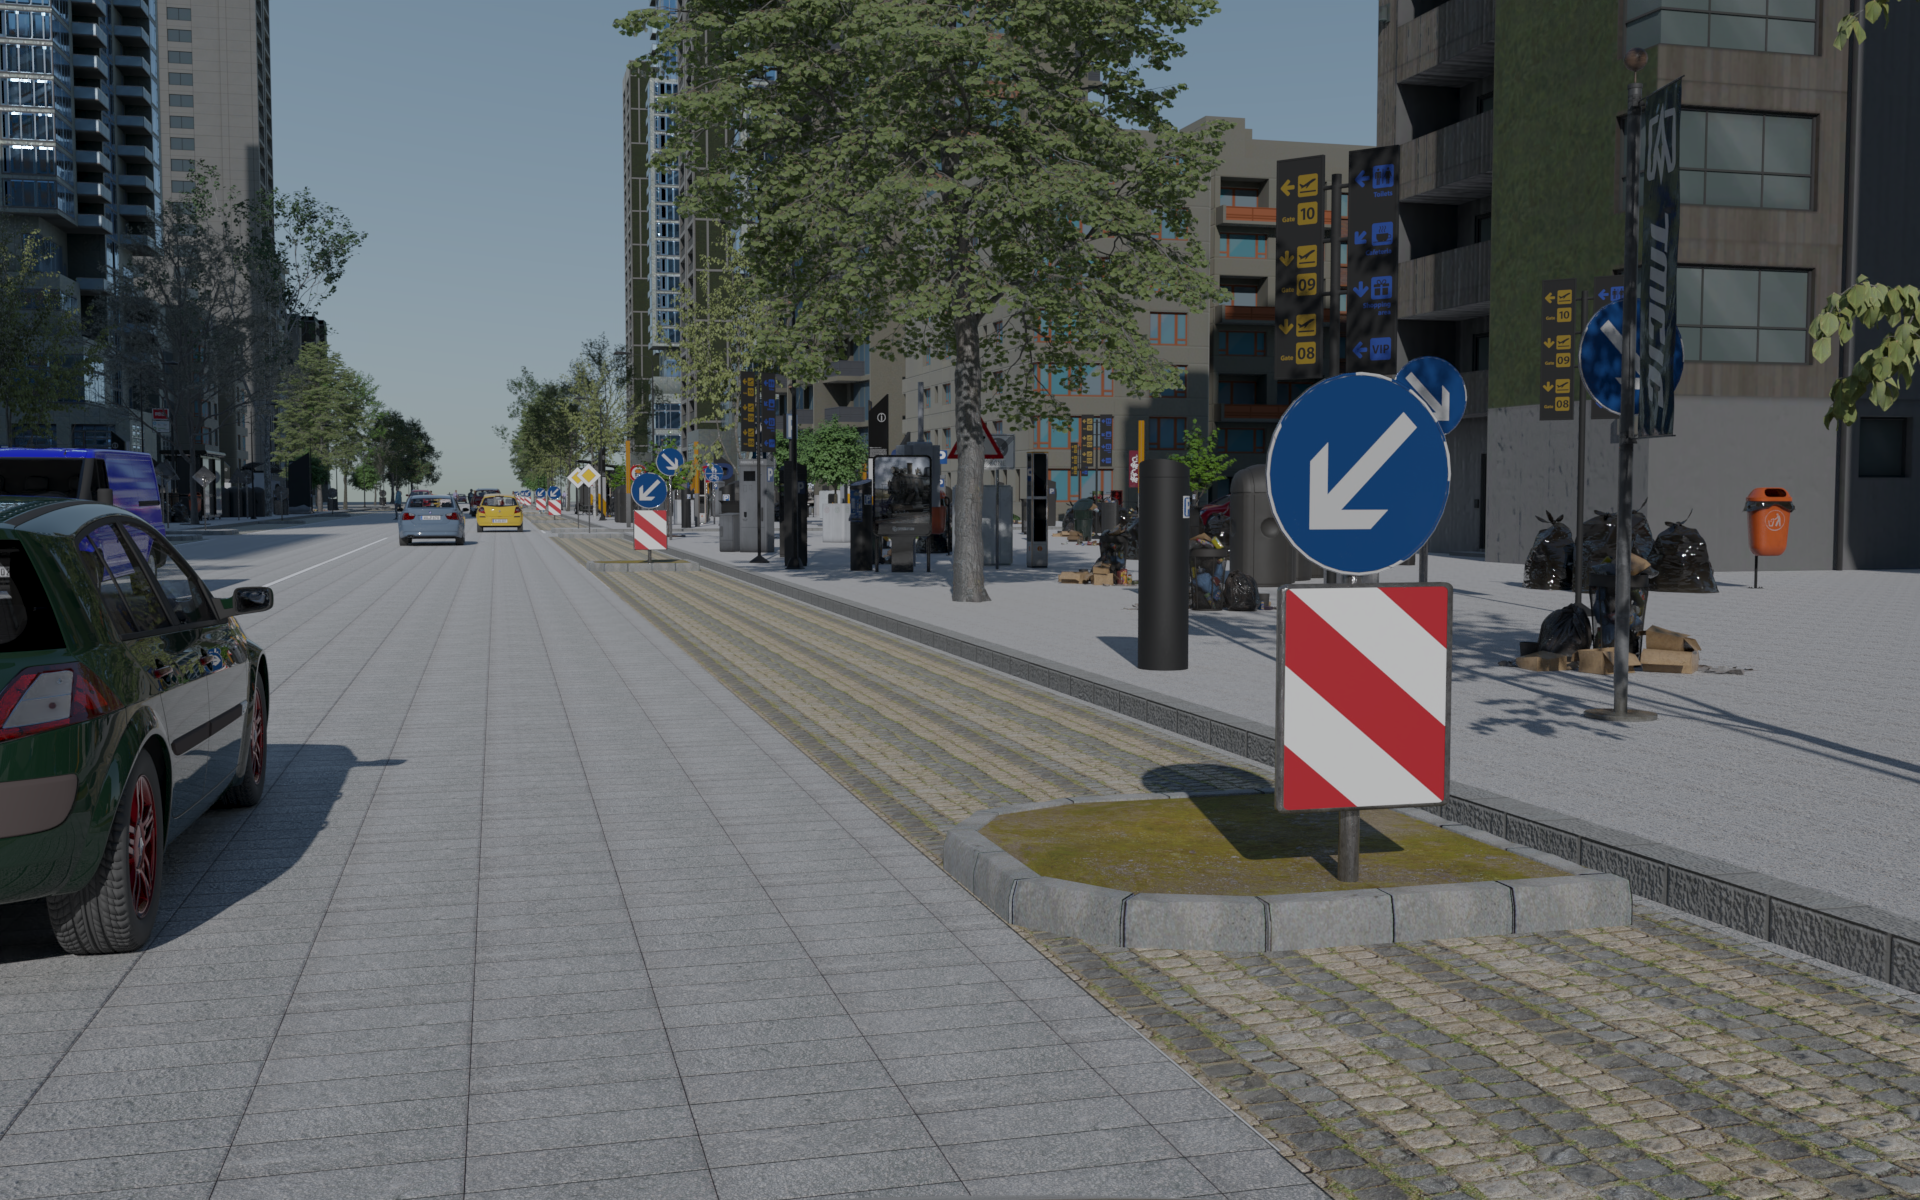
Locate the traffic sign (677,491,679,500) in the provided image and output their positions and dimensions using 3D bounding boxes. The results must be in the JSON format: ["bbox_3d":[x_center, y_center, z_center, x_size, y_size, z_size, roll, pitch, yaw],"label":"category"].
[{"bbox_3d":[-14.857,-5.571,91.195,0.768,2.556,0.104,-1,4,-11],"label":"traffic sign"}]

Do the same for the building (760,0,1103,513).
[{"bbox_3d":[-2.610,-28.792,125.368,22.147,44.769,28.867,-1,4,-15],"label":"building"}]

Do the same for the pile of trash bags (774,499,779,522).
[{"bbox_3d":[-8.389,-4.300,80.064,1.912,1.369,3.447,-1,4,-23],"label":"pile of trash bags"}]

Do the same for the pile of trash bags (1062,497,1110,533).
[{"bbox_3d":[5.178,-2.913,57.372,3.447,1.369,1.912,-1,4,-15],"label":"pile of trash bags"}]

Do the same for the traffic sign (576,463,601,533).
[{"bbox_3d":[-12.166,-3.251,56.795,0.795,2.450,0.064,-1,4,-15],"label":"traffic sign"}]

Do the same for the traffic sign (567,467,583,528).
[{"bbox_3d":[-14.228,-3.723,64.510,0.795,2.450,0.064,-1,4,-15],"label":"traffic sign"}]

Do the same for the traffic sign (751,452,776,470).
[{"bbox_3d":[-5.751,-3.091,50.647,0.768,2.556,0.104,0,4,-8],"label":"traffic sign"}]

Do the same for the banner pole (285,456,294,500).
[{"bbox_3d":[-44.145,-7.592,114.149,0.863,3.779,0.401,-1,4,-16],"label":"banner pole"}]

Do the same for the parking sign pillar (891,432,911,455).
[{"bbox_3d":[-2.554,-5.252,74.341,1.447,3.967,1.447,1,4,21],"label":"parking sign pillar"}]

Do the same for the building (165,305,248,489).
[{"bbox_3d":[-86.982,-19.901,170.422,27.650,21.520,28.899,-1,4,-15],"label":"building"}]

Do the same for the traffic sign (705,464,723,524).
[{"bbox_3d":[-10.400,-4.475,73.276,0.768,2.556,0.104,-1,4,-9],"label":"traffic sign"}]

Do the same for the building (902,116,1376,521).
[{"bbox_3d":[13.922,-15.486,98.238,28.899,21.520,27.650,-1,4,-15],"label":"building"}]

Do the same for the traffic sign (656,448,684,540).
[{"bbox_3d":[-8.039,-2.934,48.082,0.768,2.556,0.104,-1,4,-13],"label":"traffic sign"}]

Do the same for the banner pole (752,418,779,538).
[{"bbox_3d":[-5.645,-3.671,50.038,0.863,3.779,0.401,-2,4,-33],"label":"banner pole"}]

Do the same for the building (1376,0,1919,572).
[{"bbox_3d":[16.179,-16.146,35.685,14.160,30.474,14.107,-1,4,-15],"label":"building"}]

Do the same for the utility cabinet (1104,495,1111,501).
[{"bbox_3d":[6.489,-4.016,76.826,0.306,1.237,1.020,-2,4,-25],"label":"utility cabinet"}]

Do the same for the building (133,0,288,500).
[{"bbox_3d":[-100.552,-48.498,231.195,20.563,71.187,20.611,-1,4,-15],"label":"building"}]

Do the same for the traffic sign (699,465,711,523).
[{"bbox_3d":[-11.305,-4.722,77.310,0.768,2.556,0.104,-1,4,-14],"label":"traffic sign"}]

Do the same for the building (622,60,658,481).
[{"bbox_3d":[-46.640,-51.901,286.830,20.563,71.187,20.611,-1,4,-15],"label":"building"}]

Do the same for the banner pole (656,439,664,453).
[{"bbox_3d":[-13.557,-5.401,78.327,0.401,3.779,0.863,1,4,19],"label":"banner pole"}]

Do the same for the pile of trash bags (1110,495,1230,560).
[{"bbox_3d":[4.973,-1.489,34.102,3.447,1.369,1.912,-1,4,-21],"label":"pile of trash bags"}]

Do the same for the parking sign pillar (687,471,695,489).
[{"bbox_3d":[-19.677,-8.515,127.690,1.447,3.967,1.447,1,4,16],"label":"parking sign pillar"}]

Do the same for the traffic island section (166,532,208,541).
[{"bbox_3d":[-24.651,-1.913,53.553,2.009,0.180,2.903,-1,4,-15],"label":"traffic island section"}]

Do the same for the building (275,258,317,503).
[{"bbox_3d":[-112.076,-34.326,253.111,32.217,40.220,23.993,-1,4,-15],"label":"building"}]

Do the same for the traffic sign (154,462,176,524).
[{"bbox_3d":[-24.630,-3.049,53.497,0.795,2.450,0.064,-1,4,-15],"label":"traffic sign"}]

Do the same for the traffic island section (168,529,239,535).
[{"bbox_3d":[-26.713,-2.385,61.268,2.009,0.180,2.903,-1,4,-15],"label":"traffic island section"}]

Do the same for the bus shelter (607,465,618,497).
[{"bbox_3d":[-27.480,-8.834,135.718,1.731,3.624,6.357,-1,4,-15],"label":"bus shelter"}]

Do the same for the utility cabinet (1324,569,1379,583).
[{"bbox_3d":[3.196,-0.182,14.145,0.306,1.237,1.020,0,4,3],"label":"utility cabinet"}]

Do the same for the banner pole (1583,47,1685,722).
[{"bbox_3d":[3.792,-1.197,9.596,0.401,3.779,0.863,0,4,0],"label":"banner pole"}]

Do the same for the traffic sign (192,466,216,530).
[{"bbox_3d":[-26.692,-3.521,61.212,0.795,2.450,0.064,-1,4,-15],"label":"traffic sign"}]

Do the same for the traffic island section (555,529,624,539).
[{"bbox_3d":[-12.145,-2.116,56.878,2.009,0.180,2.903,-1,4,-15],"label":"traffic island section"}]

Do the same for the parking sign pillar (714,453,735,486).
[{"bbox_3d":[-14.866,-7.391,109.307,1.447,3.967,1.447,-3,4,-36],"label":"parking sign pillar"}]

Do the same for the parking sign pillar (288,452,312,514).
[{"bbox_3d":[-42.228,-7.478,110.735,1.447,3.967,1.447,-1,4,-12],"label":"parking sign pillar"}]

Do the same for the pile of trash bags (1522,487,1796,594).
[{"bbox_3d":[9.444,-0.820,23.159,3.447,1.369,1.912,0,4,-5],"label":"pile of trash bags"}]

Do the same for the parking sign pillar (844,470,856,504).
[{"bbox_3d":[-5.114,-5.655,80.929,1.447,3.967,1.447,-1,4,-13],"label":"parking sign pillar"}]

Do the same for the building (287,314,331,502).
[{"bbox_3d":[-108.211,-30.773,274.841,14.160,30.474,14.107,-1,4,-15],"label":"building"}]

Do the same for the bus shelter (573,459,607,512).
[{"bbox_3d":[-25.814,-7.891,120.296,1.731,3.624,6.357,-1,4,-15],"label":"bus shelter"}]

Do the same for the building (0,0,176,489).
[{"bbox_3d":[-77.058,-50.585,139.738,22.319,86.520,31.000,-1,4,-15],"label":"building"}]

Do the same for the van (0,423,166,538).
[{"bbox_3d":[-11.981,-1.125,22.781,2.240,2.365,5.245,-1,4,-14],"label":"van"}]

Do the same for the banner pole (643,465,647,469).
[{"bbox_3d":[-23.911,-8.670,131.766,0.401,3.779,0.863,1,4,13],"label":"banner pole"}]

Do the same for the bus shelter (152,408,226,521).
[{"bbox_3d":[-37.239,-6.479,83.558,2.179,5.291,8.768,-1,4,-15],"label":"bus shelter"}]

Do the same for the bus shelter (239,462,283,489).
[{"bbox_3d":[-45.126,-7.216,111.905,2.014,3.302,5.546,-1,4,-15],"label":"bus shelter"}]

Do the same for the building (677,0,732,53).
[{"bbox_3d":[-22.115,-46.119,192.292,20.563,71.187,20.611,-1,4,-15],"label":"building"}]

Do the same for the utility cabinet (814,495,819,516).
[{"bbox_3d":[-8.179,-5.625,103.133,1.020,1.237,0.306,-2,4,-31],"label":"utility cabinet"}]

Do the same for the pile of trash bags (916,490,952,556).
[{"bbox_3d":[-0.175,-1.700,37.550,1.912,1.369,3.447,1,4,12],"label":"pile of trash bags"}]

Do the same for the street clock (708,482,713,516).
[{"bbox_3d":[-14.336,-5.861,100.392,0.471,2.002,0.358,1,4,11],"label":"street clock"}]

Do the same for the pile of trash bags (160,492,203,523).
[{"bbox_3d":[-35.284,-4.143,77.483,1.912,1.369,3.447,1,4,19],"label":"pile of trash bags"}]

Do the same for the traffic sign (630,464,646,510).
[{"bbox_3d":[-13.843,-4.553,74.554,0.768,2.556,0.104,-1,4,-13],"label":"traffic sign"}]

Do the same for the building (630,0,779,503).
[{"bbox_3d":[-38.409,-58.026,261.402,22.319,86.520,31.000,-1,4,-15],"label":"building"}]

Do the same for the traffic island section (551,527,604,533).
[{"bbox_3d":[-14.208,-2.588,64.593,2.009,0.180,2.903,-1,4,-15],"label":"traffic island section"}]

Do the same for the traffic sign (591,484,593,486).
[{"bbox_3d":[-24.311,-7.047,115.224,0.884,2.594,0.081,0,4,-7],"label":"traffic sign"}]

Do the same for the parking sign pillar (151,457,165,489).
[{"bbox_3d":[-57.592,-8.327,124.619,1.447,3.967,1.447,2,4,27],"label":"parking sign pillar"}]
